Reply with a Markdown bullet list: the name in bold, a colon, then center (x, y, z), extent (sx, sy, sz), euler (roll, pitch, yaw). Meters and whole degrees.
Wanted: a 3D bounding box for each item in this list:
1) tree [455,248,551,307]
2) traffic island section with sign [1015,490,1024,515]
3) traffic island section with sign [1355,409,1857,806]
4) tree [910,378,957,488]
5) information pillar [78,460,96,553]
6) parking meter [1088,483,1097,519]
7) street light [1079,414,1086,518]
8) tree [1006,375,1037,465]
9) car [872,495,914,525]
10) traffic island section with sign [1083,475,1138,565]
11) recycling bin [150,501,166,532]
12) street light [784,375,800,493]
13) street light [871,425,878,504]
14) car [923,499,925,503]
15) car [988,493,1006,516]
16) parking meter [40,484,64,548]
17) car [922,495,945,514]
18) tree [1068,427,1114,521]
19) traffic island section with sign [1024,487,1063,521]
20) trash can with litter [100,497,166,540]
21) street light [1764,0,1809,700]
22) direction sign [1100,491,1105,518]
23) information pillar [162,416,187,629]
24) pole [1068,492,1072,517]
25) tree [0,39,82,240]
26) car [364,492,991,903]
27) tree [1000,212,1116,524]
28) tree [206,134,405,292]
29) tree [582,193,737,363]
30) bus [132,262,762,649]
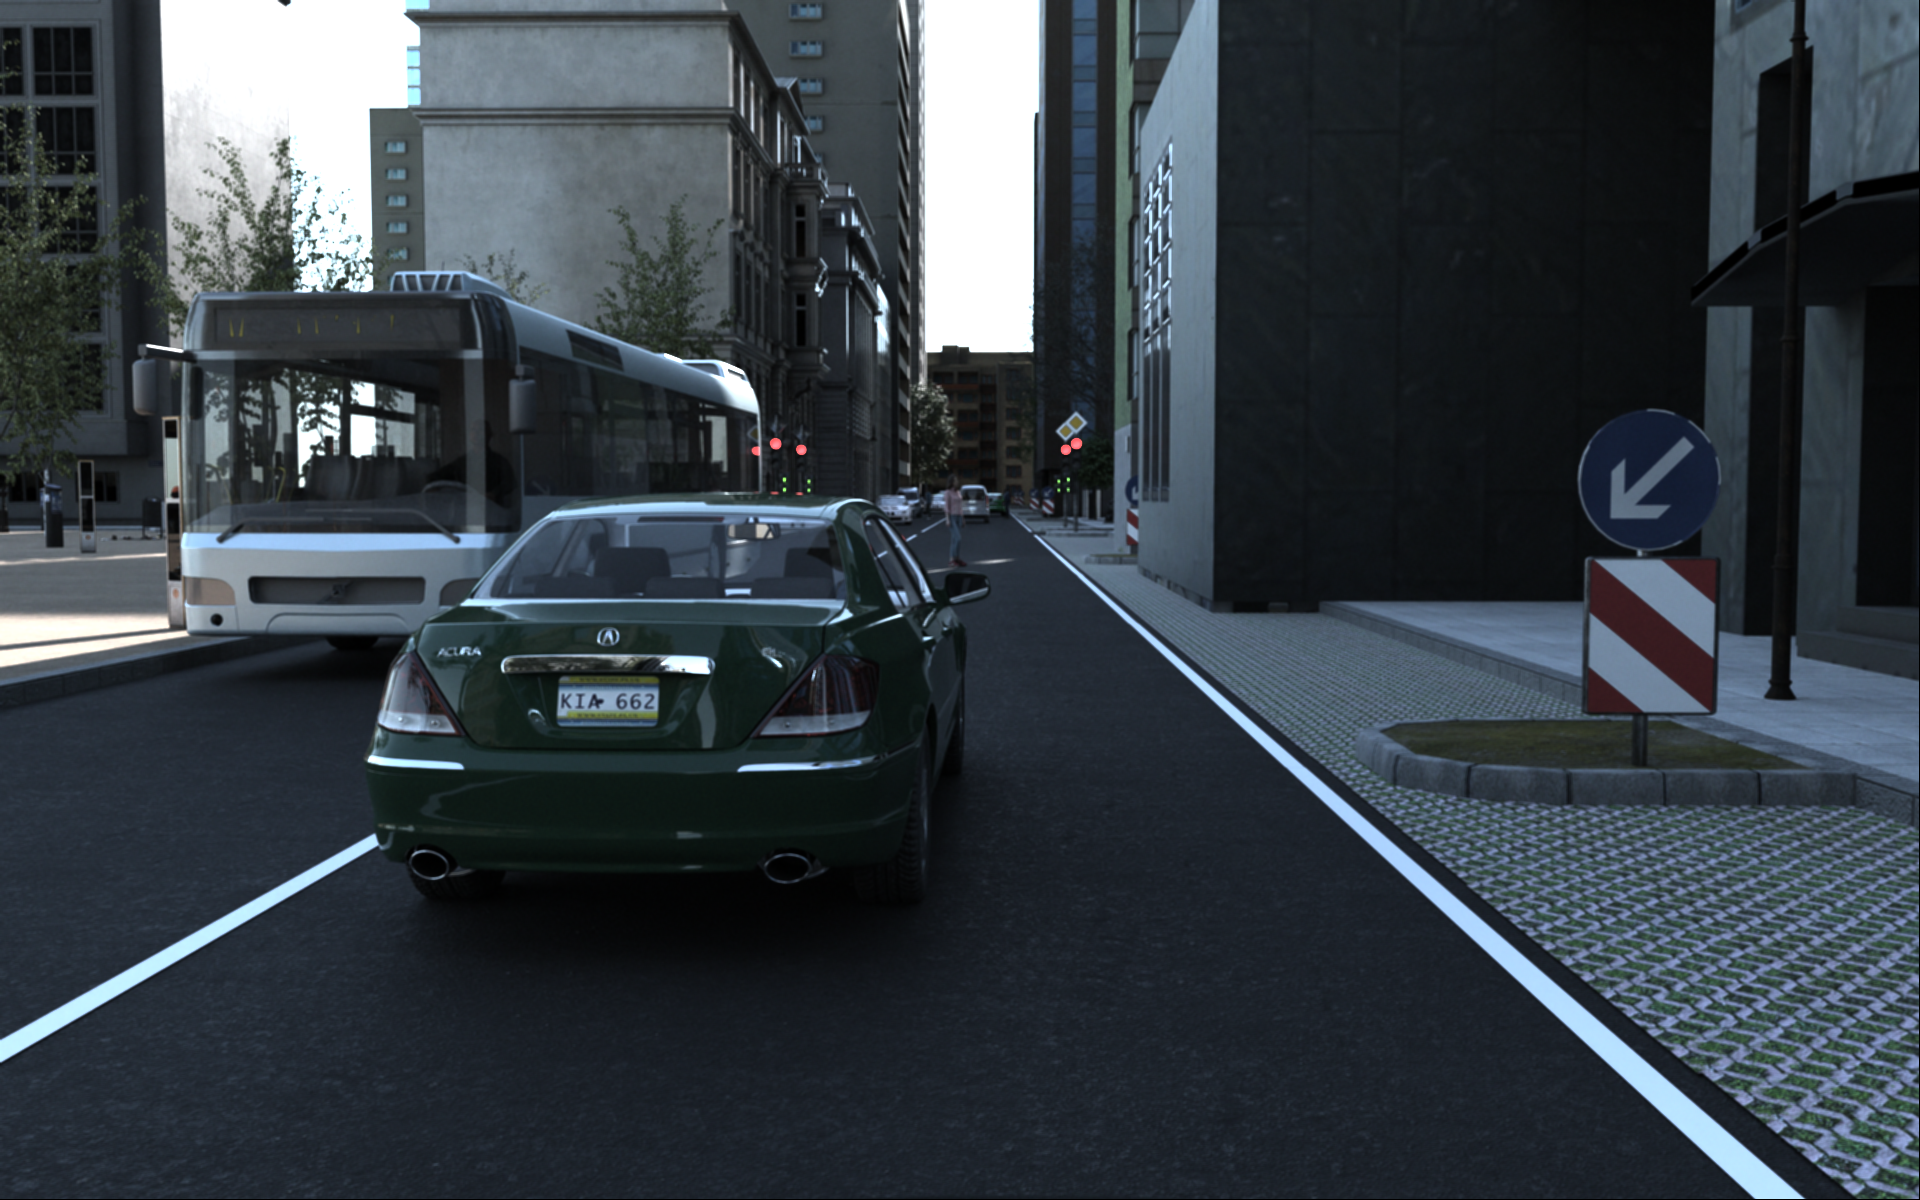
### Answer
- **tree**: center (-14.117, -6.180, 51.410), extent (4.360, 8.622, 3.978), euler (0, 3, 0)
- **traffic island section with sign**: center (4.948, -6.710, 118.343), extent (1.989, 1.847, 2.006), euler (0, 4, 1)
- **traffic island section with sign**: center (3.120, -0.014, 8.857), extent (1.989, 1.847, 2.006), euler (0, 4, 1)
- **tree**: center (-4.916, -17.460, 192.131), extent (9.857, 13.997, 8.962), euler (0, 3, 0)
- **information pillar**: center (-19.065, -2.038, 37.819), extent (0.304, 2.012, 0.304), euler (-2, 4, -29)
- **parking meter**: center (6.799, -5.093, 88.979), extent (0.255, 1.863, 0.399), euler (-3, 5, -40)
- **street light**: center (6.578, -7.441, 94.441), extent (0.468, 5.910, 1.993), euler (0, 4, 1)
- **tree**: center (7.775, -13.602, 148.153), extent (9.928, 11.665, 9.643), euler (0, 3, 0)
- **car**: center (-3.204, -4.225, 81.443), extent (2.083, 1.381, 4.827), euler (0, 4, 0)
- **traffic island section with sign**: center (3.572, -1.662, 35.808), extent (1.989, 1.847, 2.006), euler (0, 4, 1)
- **recycling bin**: center (-27.086, -2.833, 58.866), extent (0.722, 1.027, 0.722), euler (-3, 4, -38)
- **street light**: center (-6.500, -5.767, 67.086), extent (0.468, 5.910, 1.993), euler (0, 4, 1)
- **street light**: center (-5.671, -8.654, 114.280), extent (0.468, 5.910, 1.993), euler (0, 4, 1)
- **car**: center (-2.530, -9.094, 161.269), extent (1.945, 1.354, 3.894), euler (0, 4, 2)
- **car**: center (2.100, -6.374, 113.007), extent (1.959, 1.807, 4.718), euler (0, 4, -1)
- **parking meter**: center (-21.803, -2.035, 41.678), extent (0.372, 1.533, 0.369), euler (0, 3, 0)
- **car**: center (-1.786, -7.066, 127.888), extent (2.083, 1.381, 4.827), euler (0, 4, 0)
- **tree**: center (6.711, -6.165, 84.515), extent (4.285, 4.588, 4.351), euler (0, 3, 0)
- **traffic island section with sign**: center (4.513, -5.062, 91.391), extent (1.989, 1.847, 2.006), euler (0, 4, 1)
- **trash can with litter**: center (-23.176, -2.305, 48.741), extent (1.678, 1.210, 2.233), euler (3, 5, 41)
- **street light**: center (5.142, -2.318, 10.682), extent (0.468, 5.910, 1.993), euler (0, 4, 1)
- **direction sign**: center (7.712, -6.251, 94.208), extent (0.876, 3.537, 0.379), euler (-1, 4, -20)
- **information pillar**: center (-7.371, -0.737, 16.546), extent (0.304, 2.012, 0.304), euler (3, 4, 37)
- **pole**: center (6.089, -6.227, 95.651), extent (0.158, 3.312, 0.155), euler (0, 3, 0)
- **tree**: center (-15.453, -4.715, 27.455), extent (4.737, 8.622, 4.395), euler (0, 3, 0)
- **car**: center (-0.950, 0.261, 7.527), extent (2.131, 1.459, 4.920), euler (0, 4, 3)
- **tree**: center (6.792, -10.078, 75.152), extent (12.009, 13.543, 11.850), euler (0, 3, 0)
- **tree**: center (-14.032, -5.162, 34.763), extent (4.737, 8.622, 4.395), euler (0, 3, 0)
- **tree**: center (-7.552, -5.671, 43.080), extent (4.737, 8.622, 4.395), euler (0, 3, 0)
- **bus**: center (-4.460, -1.461, 18.748), extent (2.948, 3.499, 13.247), euler (0, 4, 2)
